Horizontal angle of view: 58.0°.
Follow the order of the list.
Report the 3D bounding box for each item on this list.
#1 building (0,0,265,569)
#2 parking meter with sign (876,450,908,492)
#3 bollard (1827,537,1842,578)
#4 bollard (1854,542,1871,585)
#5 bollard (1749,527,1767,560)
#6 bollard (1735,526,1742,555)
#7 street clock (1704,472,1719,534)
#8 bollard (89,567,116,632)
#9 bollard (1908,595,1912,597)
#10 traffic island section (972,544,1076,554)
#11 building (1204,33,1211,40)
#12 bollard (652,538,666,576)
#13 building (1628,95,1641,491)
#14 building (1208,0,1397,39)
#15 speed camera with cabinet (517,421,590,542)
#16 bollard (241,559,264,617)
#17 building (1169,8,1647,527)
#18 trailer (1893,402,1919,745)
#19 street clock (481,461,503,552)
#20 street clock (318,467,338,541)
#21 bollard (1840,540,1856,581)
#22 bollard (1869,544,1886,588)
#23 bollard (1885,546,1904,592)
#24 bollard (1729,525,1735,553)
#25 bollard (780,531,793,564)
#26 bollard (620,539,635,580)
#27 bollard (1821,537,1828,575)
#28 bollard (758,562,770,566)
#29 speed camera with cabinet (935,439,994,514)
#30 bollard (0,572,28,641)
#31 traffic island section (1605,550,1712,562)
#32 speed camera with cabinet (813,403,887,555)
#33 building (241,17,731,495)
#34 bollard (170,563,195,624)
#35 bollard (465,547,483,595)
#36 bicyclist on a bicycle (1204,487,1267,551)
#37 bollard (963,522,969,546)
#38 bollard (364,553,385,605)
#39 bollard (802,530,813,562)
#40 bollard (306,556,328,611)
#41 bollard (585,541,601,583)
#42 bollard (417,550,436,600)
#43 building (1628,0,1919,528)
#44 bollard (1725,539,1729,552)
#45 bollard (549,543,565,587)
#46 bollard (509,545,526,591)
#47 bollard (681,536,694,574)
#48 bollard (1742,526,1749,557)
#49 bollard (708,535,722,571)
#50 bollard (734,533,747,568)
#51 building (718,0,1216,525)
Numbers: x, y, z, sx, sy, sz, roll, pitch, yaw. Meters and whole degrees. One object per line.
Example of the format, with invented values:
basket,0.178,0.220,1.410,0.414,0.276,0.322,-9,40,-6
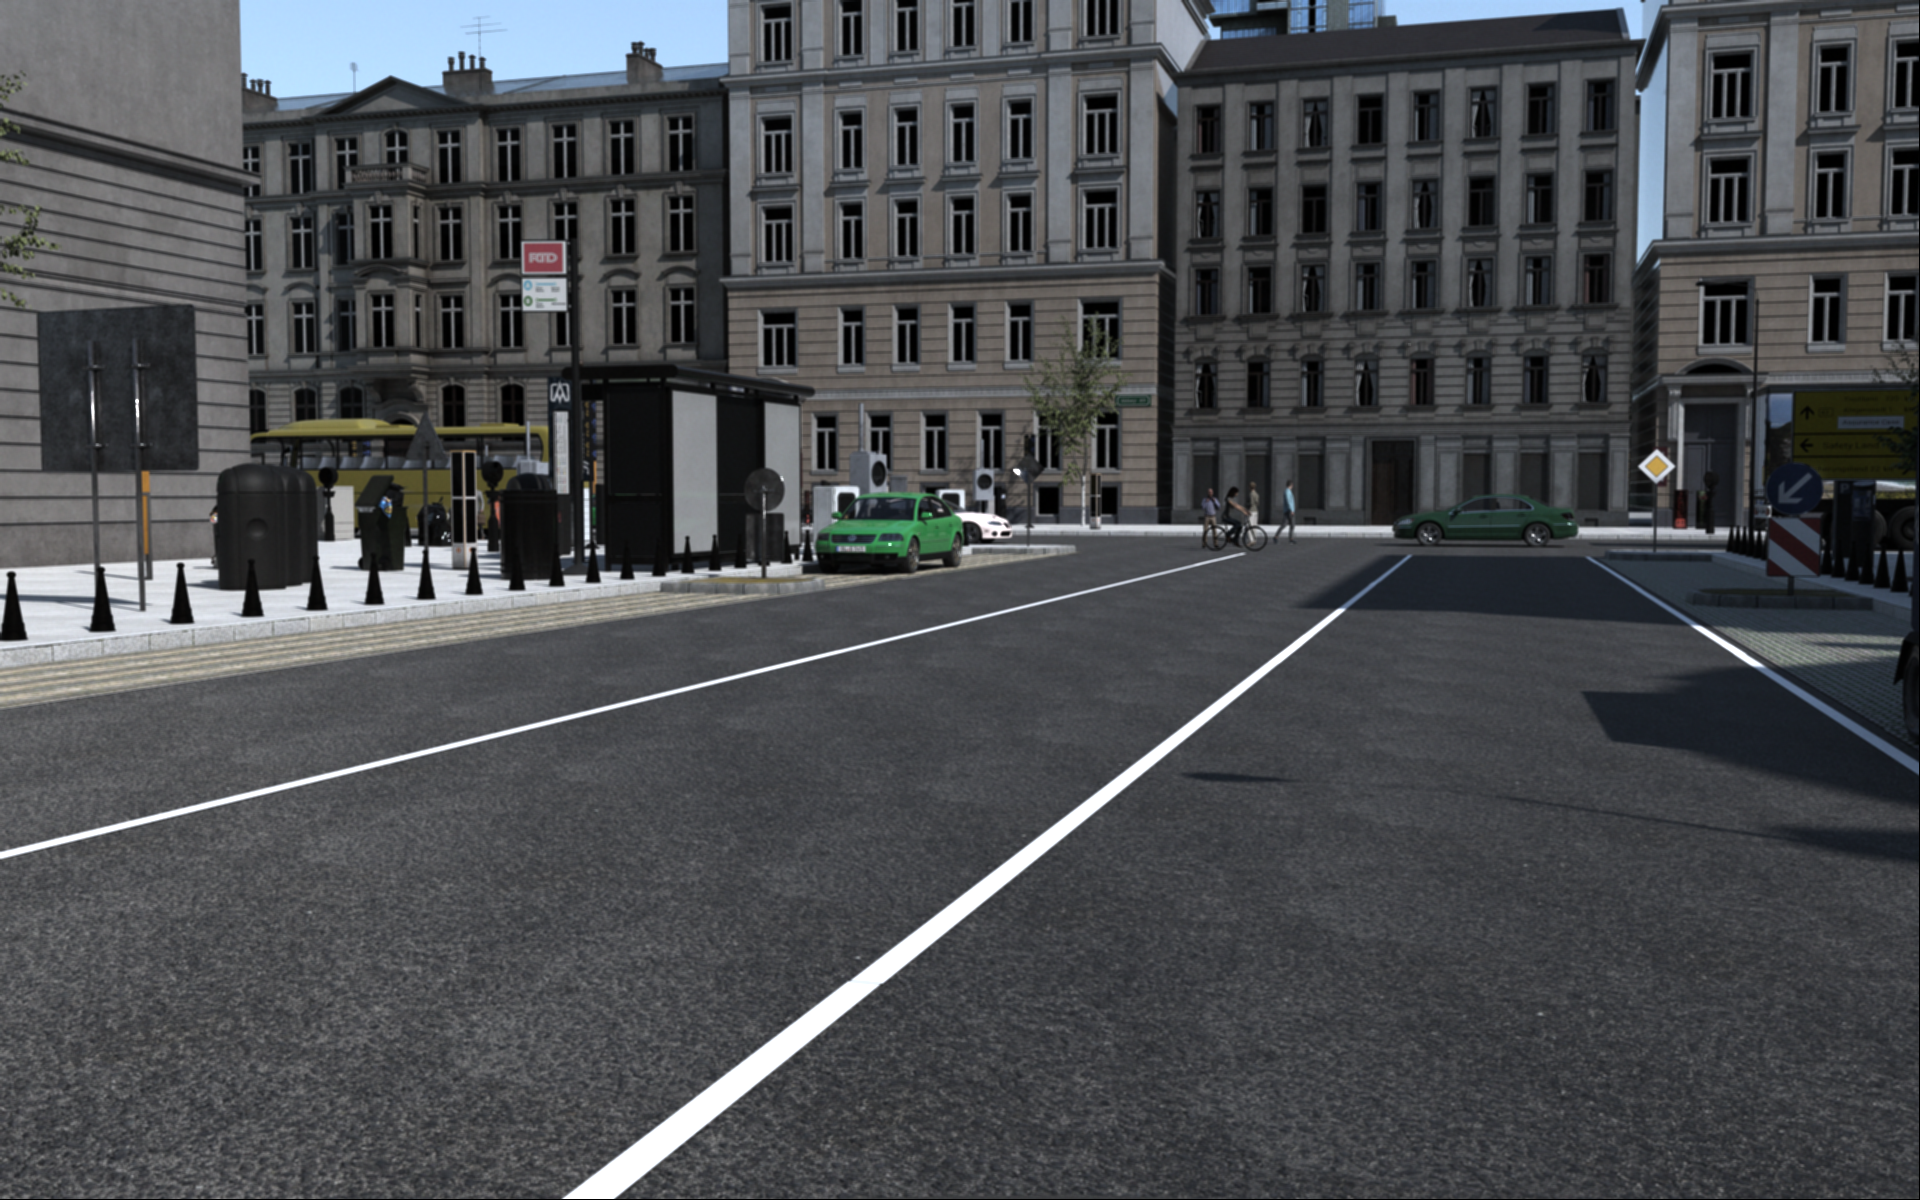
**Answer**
building,-27.364,-11.689,32.914,24.055,21.916,13.314,1,4,17
parking meter with sign,-2.414,-4.412,68.405,1.738,3.016,0.543,0,4,1
bollard,13.509,-0.646,26.609,0.229,0.601,0.229,0,3,0
bollard,12.913,-0.526,24.643,0.229,0.601,0.229,0,3,0
bollard,15.926,-1.130,34.519,0.229,0.601,0.229,0,3,0
bollard,16.524,-1.250,36.483,0.229,0.601,0.229,0,3,0
street clock,24.149,-3.127,55.704,0.358,2.002,0.471,-1,4,-15
bollard,-8.024,-0.009,16.192,0.229,0.601,0.229,0,3,0
bollard,12.013,-0.345,21.687,0.229,0.601,0.229,0,3,0
traffic island section,1.646,-1.224,42.301,2.009,0.180,2.903,1,4,17
building,14.072,-34.335,180.991,30.456,49.044,23.786,1,4,17
bollard,-4.707,-0.673,27.053,0.229,0.601,0.229,0,3,0
building,88.639,-39.029,227.357,27.495,52.752,28.713,1,4,17
building,46.169,-56.463,235.835,31.000,86.520,22.319,1,4,17
speed camera with cabinet,-10.978,-3.210,46.818,2.038,3.252,0.660,2,4,23
bollard,-7.422,-0.129,18.155,0.229,0.601,0.229,0,3,0
building,18.701,-13.718,73.433,18.267,20.994,9.793,1,4,17
trailer,6.227,-0.182,10.017,1.471,1.999,3.904,1,4,16
street clock,-10.334,-2.064,38.324,0.358,2.002,0.471,2,4,24
street clock,-17.092,-2.590,46.909,0.471,2.002,0.358,1,4,18
bollard,13.216,-0.586,25.625,0.229,0.601,0.229,0,3,0
bollard,12.610,-0.466,23.662,0.229,0.601,0.229,0,3,0
bollard,12.309,-0.405,22.670,0.229,0.601,0.229,0,3,0
bollard,16.827,-1.310,37.464,0.229,0.601,0.229,0,3,0
bollard,-3.205,-0.975,31.986,0.229,0.601,0.229,0,3,0
bollard,-5.010,-0.612,26.056,0.229,0.601,0.229,0,3,0
bollard,13.821,-0.707,27.601,0.229,0.601,0.229,0,3,0
bollard,-3.509,-0.914,30.989,0.229,0.601,0.229,0,3,0
speed camera with cabinet,0.166,-4.160,62.345,2.038,3.252,0.660,-1,4,-11
bollard,-8.322,0.051,15.209,0.229,0.601,0.229,0,3,0
traffic island section,15.315,-0.970,38.141,2.009,0.180,2.903,1,4,17
speed camera with cabinet,-2.342,-2.616,37.108,0.660,3.252,2.038,2,4,31
building,-25.437,-16.488,88.655,34.723,24.649,14.460,1,4,17
bollard,-7.721,-0.069,17.173,0.229,0.601,0.229,0,3,0
bollard,-6.211,-0.372,22.122,0.229,0.601,0.229,0,3,0
bicyclist on a bicycle,6.947,-2.058,43.667,1.625,1.676,1.499,1,4,18
bollard,0.115,-1.640,42.861,0.229,0.601,0.229,0,3,0
bollard,-6.815,-0.251,20.140,0.229,0.601,0.229,0,3,0
bollard,-2.902,-1.036,32.983,0.229,0.601,0.229,0,3,0
bollard,-7.118,-0.191,19.158,0.229,0.601,0.229,0,3,0
bollard,-5.314,-0.552,25.075,0.229,0.601,0.229,0,3,0
bollard,-6.515,-0.311,21.125,0.229,0.601,0.229,0,3,0
building,37.791,-17.315,69.009,20.117,28.700,13.634,1,4,17
bollard,17.126,-1.370,38.447,0.229,0.601,0.229,0,3,0
bollard,-5.611,-0.492,24.086,0.229,0.601,0.229,0,3,0
bollard,-5.914,-0.432,23.105,0.229,0.601,0.229,0,3,0
bollard,-4.409,-0.734,28.036,0.229,0.601,0.229,0,3,0
bollard,16.228,-1.190,35.500,0.229,0.601,0.229,0,3,0
bollard,-4.108,-0.794,29.023,0.229,0.601,0.229,0,3,0
bollard,-3.807,-0.854,30.006,0.229,0.601,0.229,0,3,0
building,0.667,-17.996,80.142,20.117,28.700,13.634,1,4,17
